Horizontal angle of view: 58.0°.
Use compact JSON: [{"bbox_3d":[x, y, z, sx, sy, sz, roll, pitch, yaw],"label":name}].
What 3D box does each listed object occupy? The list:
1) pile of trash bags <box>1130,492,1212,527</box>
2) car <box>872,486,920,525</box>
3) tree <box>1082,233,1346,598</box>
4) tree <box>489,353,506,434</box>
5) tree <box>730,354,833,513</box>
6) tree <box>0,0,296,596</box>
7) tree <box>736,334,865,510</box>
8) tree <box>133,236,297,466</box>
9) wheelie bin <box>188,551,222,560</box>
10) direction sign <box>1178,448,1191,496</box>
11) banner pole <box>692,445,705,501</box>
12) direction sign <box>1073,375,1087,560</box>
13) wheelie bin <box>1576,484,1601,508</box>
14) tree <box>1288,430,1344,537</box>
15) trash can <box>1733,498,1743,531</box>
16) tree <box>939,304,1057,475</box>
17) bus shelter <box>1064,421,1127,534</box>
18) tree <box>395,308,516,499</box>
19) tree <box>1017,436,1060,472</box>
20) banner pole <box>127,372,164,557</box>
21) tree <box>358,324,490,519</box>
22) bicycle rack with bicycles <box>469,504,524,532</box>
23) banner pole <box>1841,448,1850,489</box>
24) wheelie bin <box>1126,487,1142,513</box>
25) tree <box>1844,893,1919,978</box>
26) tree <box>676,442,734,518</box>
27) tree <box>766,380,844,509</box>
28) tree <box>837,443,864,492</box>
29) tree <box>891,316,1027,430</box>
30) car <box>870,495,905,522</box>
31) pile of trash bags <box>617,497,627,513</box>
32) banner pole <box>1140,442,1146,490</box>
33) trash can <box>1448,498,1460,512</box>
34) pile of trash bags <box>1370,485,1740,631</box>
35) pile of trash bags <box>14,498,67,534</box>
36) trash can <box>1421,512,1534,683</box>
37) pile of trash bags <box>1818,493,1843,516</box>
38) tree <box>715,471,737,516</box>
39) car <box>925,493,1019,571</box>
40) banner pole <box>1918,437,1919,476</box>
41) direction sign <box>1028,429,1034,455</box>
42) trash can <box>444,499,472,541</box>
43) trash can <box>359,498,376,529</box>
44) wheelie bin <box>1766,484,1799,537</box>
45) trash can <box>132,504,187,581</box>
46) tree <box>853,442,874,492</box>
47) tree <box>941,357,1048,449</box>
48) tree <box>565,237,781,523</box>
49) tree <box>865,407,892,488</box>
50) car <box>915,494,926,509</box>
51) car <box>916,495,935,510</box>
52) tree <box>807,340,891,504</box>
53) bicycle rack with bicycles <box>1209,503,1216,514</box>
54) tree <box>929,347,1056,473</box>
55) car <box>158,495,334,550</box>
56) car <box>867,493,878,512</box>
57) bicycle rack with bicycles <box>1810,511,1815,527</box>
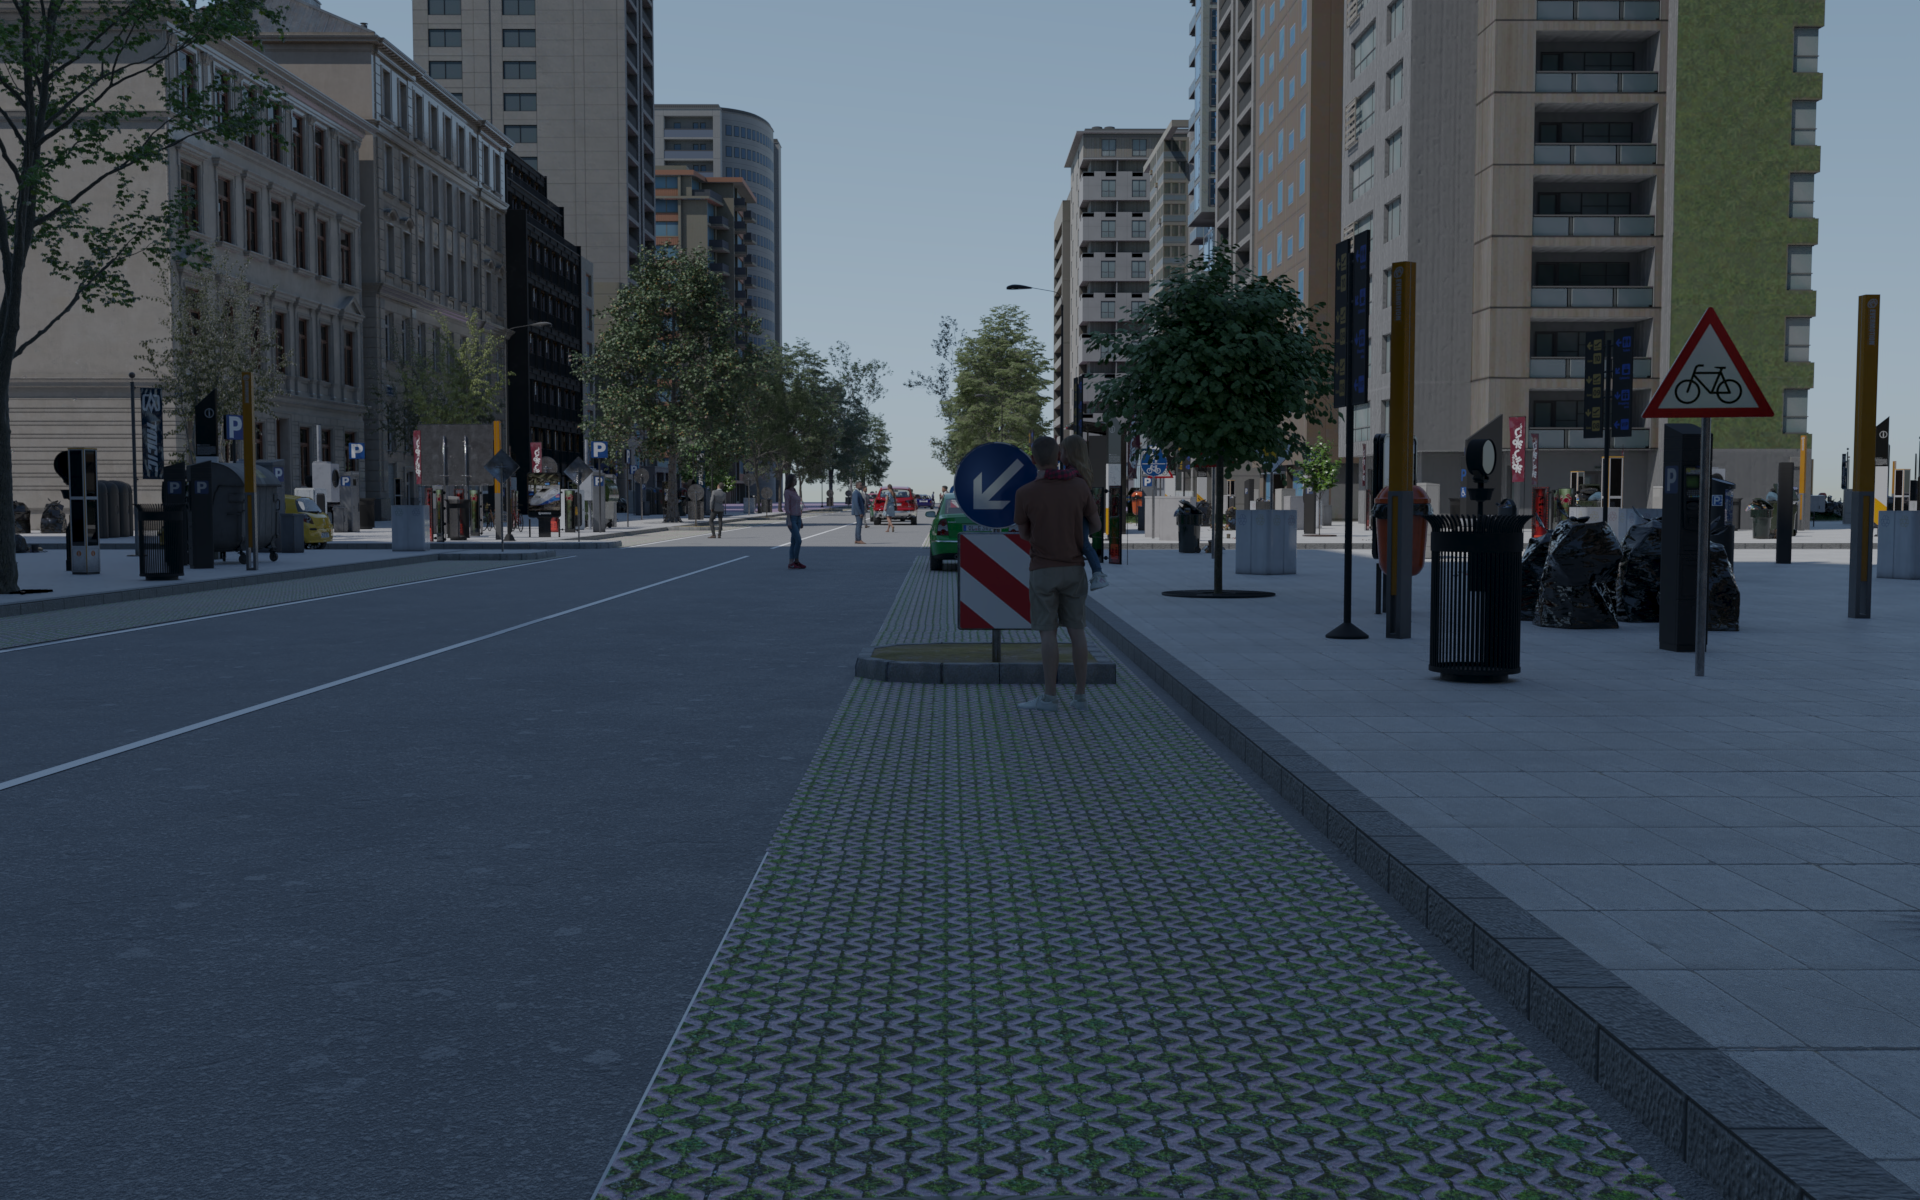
[{"bbox_3d":[8.482,-3.634,69.166,3.447,1.369,1.912,1,4,22],"label":"pile of trash bags"},{"bbox_3d":[-3.027,-4.453,81.476,2.281,1.827,5.304,0,4,-1],"label":"car"},{"bbox_3d":[3.333,-2.328,21.775,4.285,4.588,4.351,0,3,0],"label":"tree"},{"bbox_3d":[-23.618,-8.116,83.065,4.360,8.622,3.978,0,3,0],"label":"tree"},{"bbox_3d":[-13.598,-11.019,114.571,7.601,10.594,8.767,1,4,14],"label":"tree"},{"bbox_3d":[-12.191,-5.887,22.005,9.928,11.665,9.643,0,3,0],"label":"tree"},{"bbox_3d":[-13.748,-14.215,139.077,9.857,13.997,8.962,0,3,0],"label":"tree"},{"bbox_3d":[-21.883,-6.105,50.186,4.360,8.622,3.978,0,3,0],"label":"tree"},{"bbox_3d":[-14.792,-1.599,34.054,0.693,1.594,0.980,0,4,-7],"label":"wheelie bin"},{"bbox_3d":[7.913,-4.229,61.148,0.379,3.537,0.876,-1,4,-22],"label":"direction sign"},{"bbox_3d":[-13.374,-6.017,88.388,0.863,3.779,0.401,1,4,13],"label":"banner pole"},{"bbox_3d":[2.280,-2.538,33.489,0.379,3.537,0.876,0,4,-7],"label":"direction sign"},{"bbox_3d":[19.976,-2.873,54.878,0.980,1.594,0.693,3,4,36],"label":"wheelie bin"},{"bbox_3d":[10.734,-3.529,52.293,1.663,3.219,1.824,0,3,0],"label":"tree"},{"bbox_3d":[26.783,-2.966,60.150,0.748,1.137,0.748,0,3,0],"label":"trash can"},{"bbox_3d":[2.390,-11.366,103.962,7.486,12.596,7.792,0,3,0],"label":"tree"},{"bbox_3d":[4.511,-4.088,58.114,1.731,3.624,6.357,0,4,0],"label":"bus shelter"},{"bbox_3d":[-19.618,-7.177,67.713,4.737,8.622,4.395,0,3,0],"label":"tree"},{"bbox_3d":[2.661,-3.848,57.522,1.663,3.219,1.824,0,3,0],"label":"tree"},{"bbox_3d":[-16.833,-2.800,35.798,0.401,3.779,0.863,3,4,38],"label":"banner pole"},{"bbox_3d":[-23.395,-7.588,74.430,4.360,8.622,3.978,0,3,0],"label":"tree"},{"bbox_3d":[-16.210,-2.784,58.906,2.852,0.926,2.925,-1,4,-23],"label":"bicycle rack with bicycles"},{"bbox_3d":[48.018,-6.360,94.000,0.401,3.779,0.863,0,4,1],"label":"banner pole"},{"bbox_3d":[8.319,-4.538,82.106,0.693,1.594,0.980,3,5,45],"label":"wheelie bin"},{"bbox_3d":[2.987,-5.747,4.333,12.009,13.543,11.850,0,3,0],"label":"tree"},{"bbox_3d":[-13.761,-6.701,93.270,4.285,4.588,4.351,0,3,0],"label":"tree"},{"bbox_3d":[-14.120,-13.951,153.857,9.928,11.665,9.643,0,3,0],"label":"tree"},{"bbox_3d":[-14.702,-17.028,228.767,4.360,8.622,3.978,0,3,0],"label":"tree"},{"bbox_3d":[0.770,-20.090,184.363,12.611,20.169,13.585,0,3,0],"label":"tree"},{"bbox_3d":[-3.783,-4.840,90.937,2.131,1.459,4.920,0,4,-1],"label":"car"},{"bbox_3d":[-23.673,-6.562,117.041,3.447,1.369,1.912,-3,4,-38],"label":"pile of trash bags"},{"bbox_3d":[8.807,-5.715,83.458,0.401,3.779,0.863,-1,4,-22],"label":"banner pole"},{"bbox_3d":[17.297,-2.960,60.046,0.748,1.137,0.748,0,3,0],"label":"trash can"},{"bbox_3d":[5.860,-0.461,17.283,3.447,1.369,1.912,1,4,13],"label":"pile of trash bags"},{"bbox_3d":[-30.939,-2.864,56.582,3.447,1.369,1.912,-1,4,-12],"label":"pile of trash bags"},{"bbox_3d":[3.555,-0.018,11.941,0.748,1.137,0.748,0,3,0],"label":"trash can"},{"bbox_3d":[50.762,-5.578,100.951,1.912,1.369,3.447,0,4,6],"label":"pile of trash bags"},{"bbox_3d":[-13.793,-6.450,100.059,1.663,3.219,1.824,0,3,0],"label":"tree"},{"bbox_3d":[0.298,-1.519,33.629,1.959,1.807,4.718,0,4,-1],"label":"car"},{"bbox_3d":[41.630,-5.193,74.922,0.401,3.779,0.863,0,4,-3],"label":"banner pole"},{"bbox_3d":[2.498,-4.214,60.896,0.379,3.537,0.876,0,4,-8],"label":"direction sign"},{"bbox_3d":[-13.905,-2.223,47.997,0.748,1.137,0.748,0,3,0],"label":"trash can"},{"bbox_3d":[-21.644,-3.146,63.088,0.748,1.137,0.748,0,3,0],"label":"trash can"},{"bbox_3d":[24.806,-2.717,52.330,0.980,1.594,0.693,-1,4,-14],"label":"wheelie bin"},{"bbox_3d":[-11.919,-0.867,25.835,0.748,1.137,0.748,0,3,0],"label":"trash can"},{"bbox_3d":[-13.731,-17.768,240.866,4.737,8.622,4.395,0,3,0],"label":"tree"},{"bbox_3d":[2.437,-11.058,115.202,8.767,10.594,7.601,3,5,42],"label":"tree"},{"bbox_3d":[-12.872,-9.814,77.465,9.611,12.733,9.660,0,3,0],"label":"tree"},{"bbox_3d":[-14.510,-17.493,192.662,9.857,13.997,8.962,0,3,0],"label":"tree"},{"bbox_3d":[-4.199,-9.969,173.223,2.015,1.641,3.980,0,4,-1],"label":"car"},{"bbox_3d":[-3.344,-9.121,161.707,1.945,1.354,3.894,0,4,1],"label":"car"},{"bbox_3d":[-14.863,-22.042,216.273,12.611,20.169,13.585,0,3,0],"label":"tree"},{"bbox_3d":[13.491,-5.151,97.600,2.925,0.926,2.852,-1,4,-9],"label":"bicycle rack with bicycles"},{"bbox_3d":[2.772,-13.054,130.435,9.611,12.733,9.660,0,3,0],"label":"tree"},{"bbox_3d":[-17.386,-1.952,42.135,3.980,1.641,2.015,0,4,1],"label":"car"},{"bbox_3d":[-6.724,-7.771,136.088,2.155,1.783,4.494,0,4,1],"label":"car"},{"bbox_3d":[32.759,-3.402,69.010,2.852,0.926,2.925,1,4,16],"label":"bicycle rack with bicycles"}]
